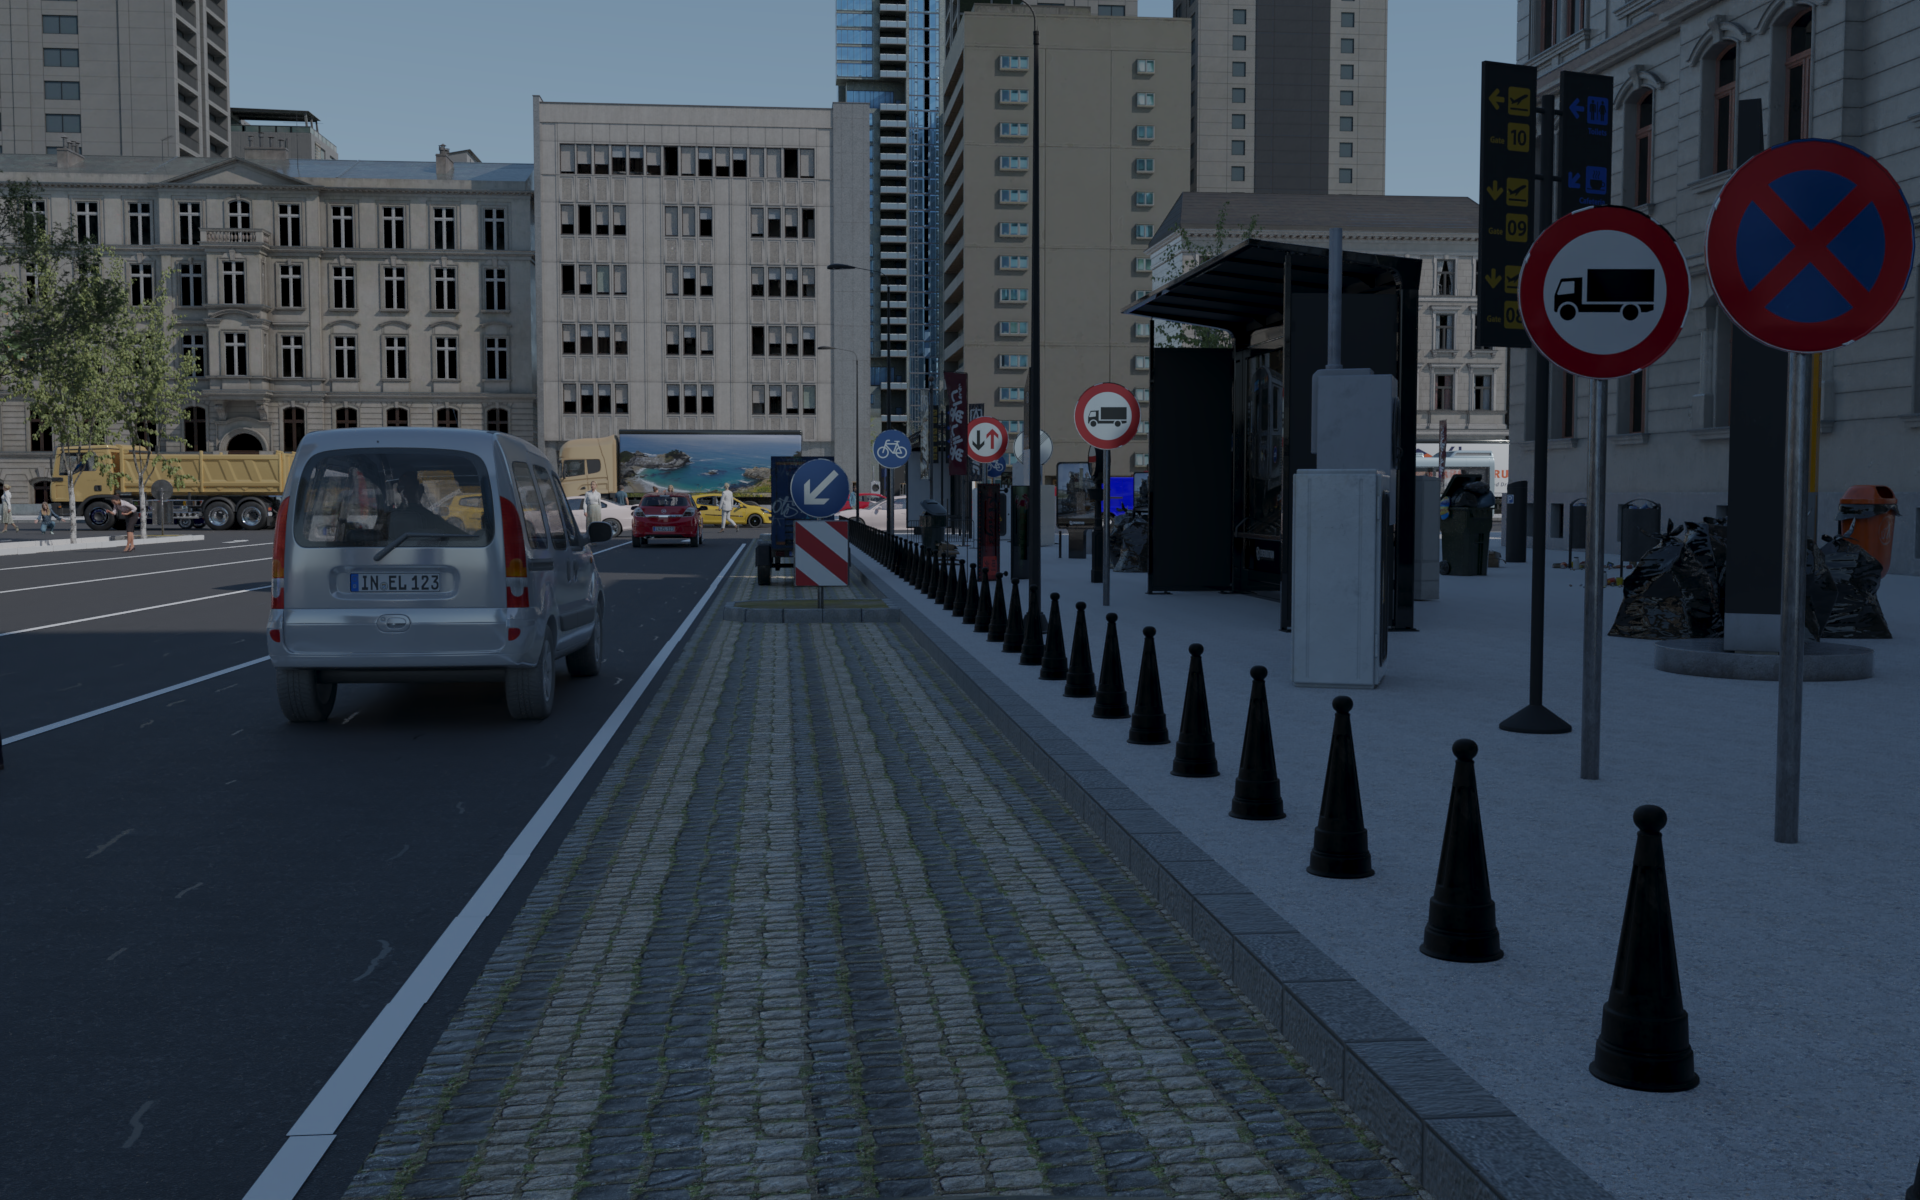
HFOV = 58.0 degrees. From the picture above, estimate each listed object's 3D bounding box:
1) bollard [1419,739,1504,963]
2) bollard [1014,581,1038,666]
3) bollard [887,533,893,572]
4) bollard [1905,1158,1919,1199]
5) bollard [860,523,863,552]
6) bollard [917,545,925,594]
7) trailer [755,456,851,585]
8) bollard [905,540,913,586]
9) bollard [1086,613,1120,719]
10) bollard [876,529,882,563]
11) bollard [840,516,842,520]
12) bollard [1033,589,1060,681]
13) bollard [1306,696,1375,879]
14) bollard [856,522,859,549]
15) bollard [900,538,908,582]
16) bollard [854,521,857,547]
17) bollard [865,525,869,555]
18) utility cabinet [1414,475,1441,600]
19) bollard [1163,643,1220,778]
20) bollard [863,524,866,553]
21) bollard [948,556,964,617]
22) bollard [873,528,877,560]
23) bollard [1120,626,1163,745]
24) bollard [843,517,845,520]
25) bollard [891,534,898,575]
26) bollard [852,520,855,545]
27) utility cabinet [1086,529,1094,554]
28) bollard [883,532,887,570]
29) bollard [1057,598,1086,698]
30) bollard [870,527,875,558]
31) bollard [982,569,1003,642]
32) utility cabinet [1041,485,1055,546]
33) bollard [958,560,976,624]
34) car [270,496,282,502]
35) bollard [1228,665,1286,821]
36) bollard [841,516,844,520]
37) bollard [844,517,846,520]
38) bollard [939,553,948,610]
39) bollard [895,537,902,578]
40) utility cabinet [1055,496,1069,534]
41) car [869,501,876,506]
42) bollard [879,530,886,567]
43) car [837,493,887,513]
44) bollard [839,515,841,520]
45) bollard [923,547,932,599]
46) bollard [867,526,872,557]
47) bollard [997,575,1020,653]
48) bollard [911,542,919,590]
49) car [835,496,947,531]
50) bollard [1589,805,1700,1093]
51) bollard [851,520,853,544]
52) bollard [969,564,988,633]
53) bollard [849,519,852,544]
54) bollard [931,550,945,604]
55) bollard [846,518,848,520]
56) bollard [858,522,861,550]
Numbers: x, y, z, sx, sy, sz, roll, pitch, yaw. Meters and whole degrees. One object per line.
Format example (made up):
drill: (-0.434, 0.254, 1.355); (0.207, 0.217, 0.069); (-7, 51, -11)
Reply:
bollard: (1.403, 0.686, 4.828); (0.229, 0.601, 0.229); (0, 3, 0)
bollard: (0.554, 0.184, 13.028); (0.229, 0.601, 0.229); (0, 3, 0)
bollard: (-1.041, -0.757, 28.424); (0.229, 0.601, 0.229); (0, 3, 0)
bollard: (1.615, 0.812, 2.766); (0.229, 0.601, 0.229); (0, 3, 0)
bollard: (-1.995, -1.321, 37.646); (0.229, 0.601, 0.229); (0, 3, 0)
bollard: (-0.400, -0.381, 22.269); (0.229, 0.601, 0.229); (0, 3, 0)
trailer: (-2.547, -1.287, 28.083); (1.471, 1.999, 3.904); (0, 4, -5)
bollard: (-0.613, -0.507, 24.330); (0.229, 0.601, 0.229); (0, 3, 0)
bollard: (0.872, 0.372, 9.960); (0.229, 0.601, 0.229); (0, 3, 0)
bollard: (-1.358, -0.945, 31.499); (0.229, 0.601, 0.229); (0, 3, 0)
bollard: (-3.264, -2.076, 49.976); (0.229, 0.601, 0.229); (0, 3, 0)
bollard: (0.657, 0.247, 12.005); (0.229, 0.601, 0.229); (0, 3, 0)
bollard: (1.291, 0.623, 5.859); (0.229, 0.601, 0.229); (0, 3, 0)
bollard: (-2.204, -1.447, 39.694); (0.229, 0.601, 0.229); (0, 3, 0)
bollard: (-0.720, -0.570, 25.357); (0.229, 0.601, 0.229); (0, 3, 0)
bollard: (-2.308, -1.510, 40.729); (0.229, 0.601, 0.229); (0, 3, 0)
bollard: (-1.780, -1.196, 35.604); (0.229, 0.601, 0.229); (0, 3, 0)
utility cabinet: (5.360, -0.766, 21.207); (0.318, 1.500, 1.173); (-2, 4, -28)
bollard: (1.077, 0.497, 7.917); (0.229, 0.601, 0.229); (0, 3, 0)
bollard: (-1.887, -1.259, 36.625); (0.229, 0.601, 0.229); (0, 3, 0)
bollard: (0.023, -0.130, 18.159); (0.229, 0.601, 0.229); (0, 3, 0)
bollard: (-1.463, -1.008, 32.520); (0.229, 0.601, 0.229); (0, 3, 0)
bollard: (0.976, 0.434, 8.939); (0.229, 0.601, 0.229); (0, 3, 0)
bollard: (-3.054, -1.949, 47.912); (0.229, 0.601, 0.229); (0, 3, 0)
bollard: (-0.935, -0.695, 27.403); (0.229, 0.601, 0.229); (0, 3, 0)
bollard: (-2.419, -1.573, 41.759); (0.229, 0.601, 0.229); (0, 3, 0)
utility cabinet: (2.774, -1.606, 37.413); (0.306, 1.237, 1.020); (1, 4, 11)
bollard: (-1.141, -0.820, 29.446); (0.229, 0.601, 0.229); (0, 3, 0)
bollard: (0.766, 0.309, 10.984); (0.229, 0.601, 0.229); (0, 3, 0)
bollard: (-1.567, -1.070, 33.541); (0.229, 0.601, 0.229); (0, 3, 0)
bollard: (0.341, 0.059, 15.082); (0.229, 0.601, 0.229); (0, 3, 0)
utility cabinet: (1.991, -2.067, 42.479); (0.318, 1.500, 1.173); (1, 4, 21)
bollard: (0.130, -0.067, 17.133); (0.229, 0.601, 0.229); (0, 3, 0)
car: (-30.360, -4.030, 77.892); (4.499, 1.417, 2.014); (0, 4, -4)
bollard: (1.186, 0.560, 6.891); (0.229, 0.601, 0.229); (0, 3, 0)
bollard: (-3.164, -2.013, 48.954); (0.229, 0.601, 0.229); (0, 3, 0)
bollard: (-2.950, -1.887, 46.890); (0.229, 0.601, 0.229); (0, 3, 0)
bollard: (-0.082, -0.192, 19.181); (0.229, 0.601, 0.229); (0, 3, 0)
bollard: (-0.828, -0.632, 26.381); (0.229, 0.601, 0.229); (0, 3, 0)
utility cabinet: (3.390, -2.756, 56.229); (0.306, 1.237, 1.020); (-2, 4, -27)
car: (-1.981, -4.290, 82.506); (4.827, 1.381, 2.083); (0, 4, -5)
bollard: (-1.252, -0.883, 30.475); (0.229, 0.601, 0.229); (0, 3, 0)
car: (-4.224, -4.789, 87.339); (4.494, 1.783, 2.155); (0, 4, -7)
bollard: (-3.370, -2.138, 50.997); (0.229, 0.601, 0.229); (0, 3, 0)
bollard: (-0.297, -0.318, 21.234); (0.229, 0.601, 0.229); (0, 3, 0)
bollard: (-1.678, -1.134, 34.582); (0.229, 0.601, 0.229); (0, 3, 0)
bollard: (0.449, 0.121, 14.061); (0.229, 0.601, 0.229); (0, 3, 0)
bollard: (-0.506, -0.443, 23.292); (0.229, 0.601, 0.229); (0, 3, 0)
car: (-2.308, -3.002, 61.448); (4.827, 1.381, 2.083); (0, 4, -7)
bollard: (1.509, 0.749, 3.804); (0.229, 0.601, 0.229); (0, 3, 0)
bollard: (-2.520, -1.636, 42.795); (0.229, 0.601, 0.229); (0, 3, 0)
bollard: (0.235, -0.004, 16.108); (0.229, 0.601, 0.229); (0, 3, 0)
bollard: (-2.626, -1.699, 43.817); (0.229, 0.601, 0.229); (0, 3, 0)
bollard: (-0.190, -0.255, 20.213); (0.229, 0.601, 0.229); (0, 3, 0)
bollard: (-2.840, -1.824, 45.865); (0.229, 0.601, 0.229); (0, 3, 0)
bollard: (-2.098, -1.384, 38.667); (0.229, 0.601, 0.229); (0, 3, 0)
